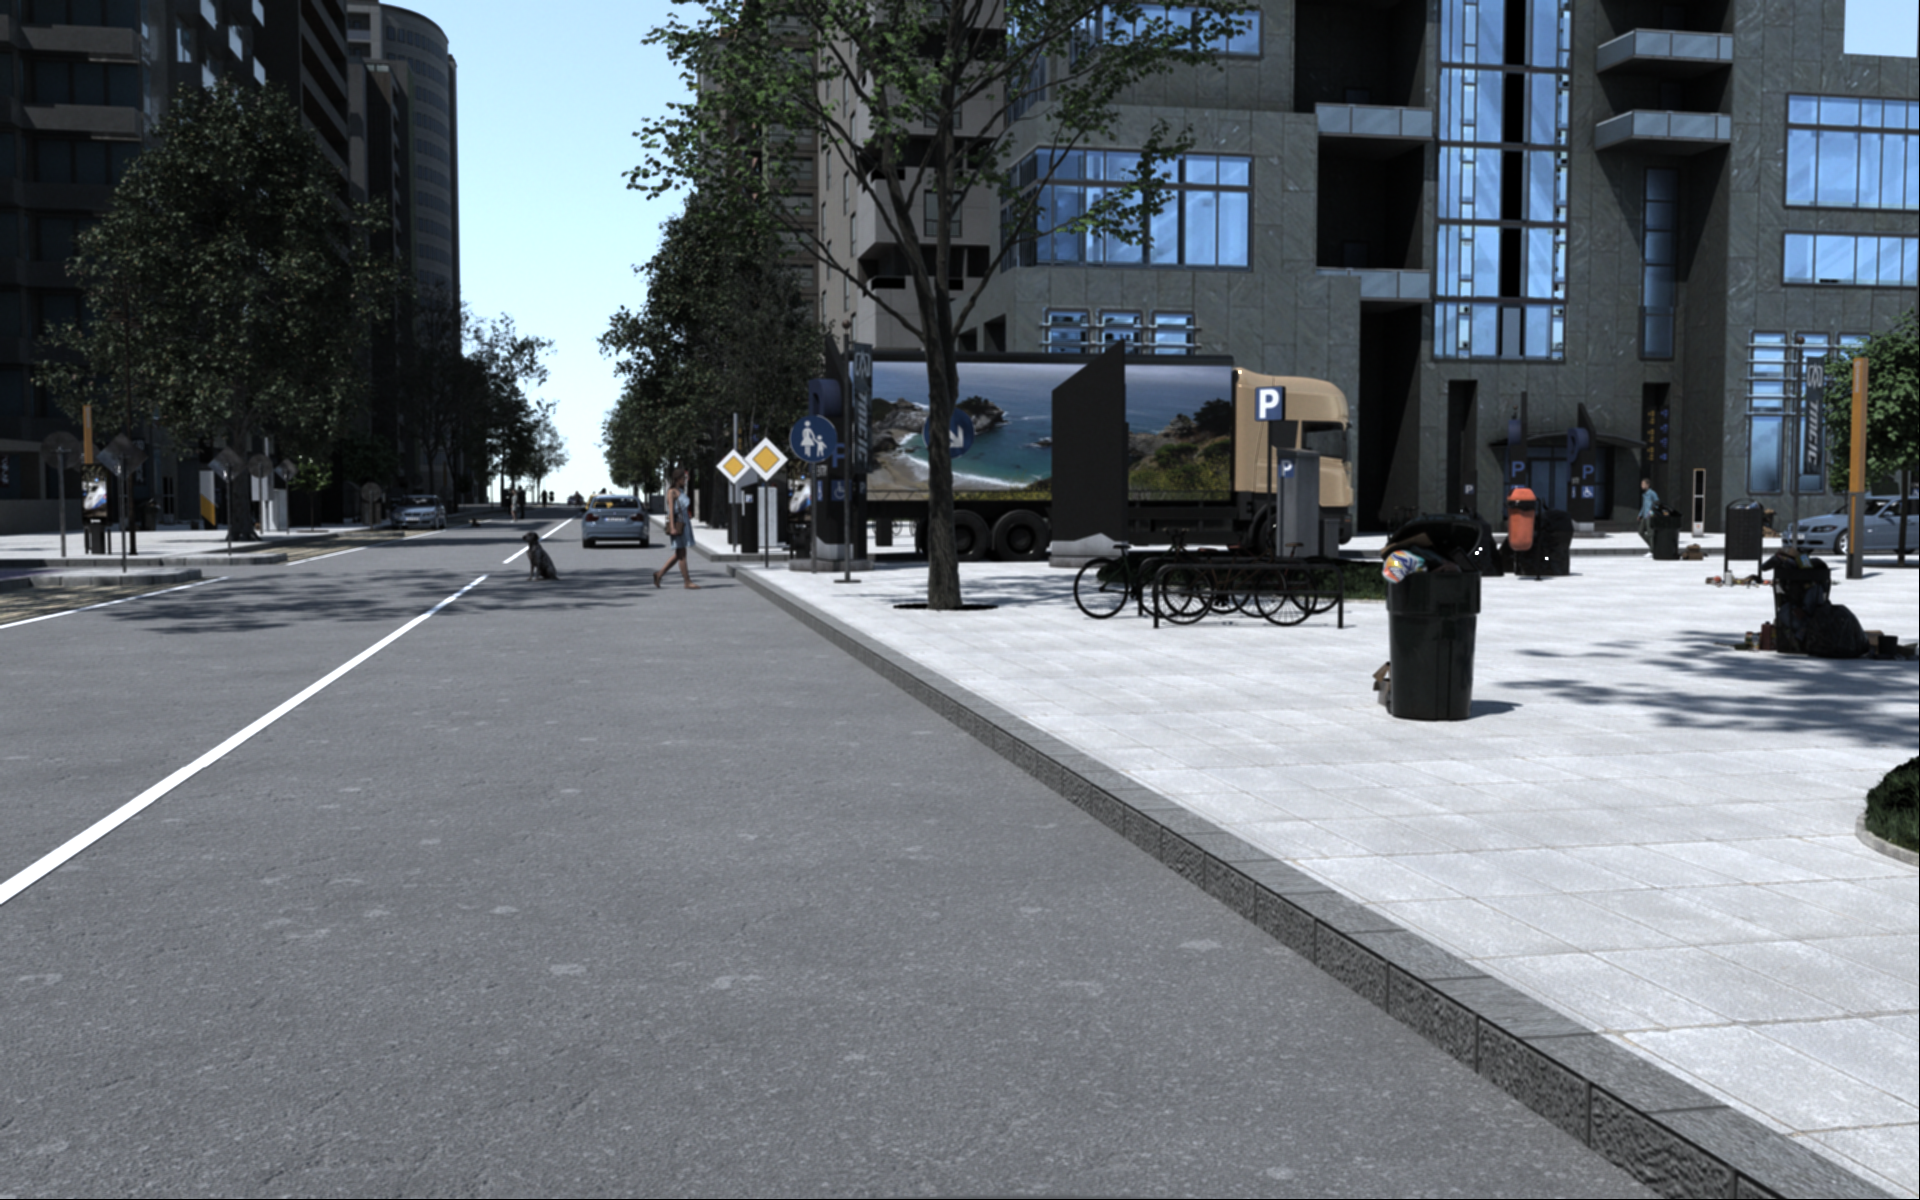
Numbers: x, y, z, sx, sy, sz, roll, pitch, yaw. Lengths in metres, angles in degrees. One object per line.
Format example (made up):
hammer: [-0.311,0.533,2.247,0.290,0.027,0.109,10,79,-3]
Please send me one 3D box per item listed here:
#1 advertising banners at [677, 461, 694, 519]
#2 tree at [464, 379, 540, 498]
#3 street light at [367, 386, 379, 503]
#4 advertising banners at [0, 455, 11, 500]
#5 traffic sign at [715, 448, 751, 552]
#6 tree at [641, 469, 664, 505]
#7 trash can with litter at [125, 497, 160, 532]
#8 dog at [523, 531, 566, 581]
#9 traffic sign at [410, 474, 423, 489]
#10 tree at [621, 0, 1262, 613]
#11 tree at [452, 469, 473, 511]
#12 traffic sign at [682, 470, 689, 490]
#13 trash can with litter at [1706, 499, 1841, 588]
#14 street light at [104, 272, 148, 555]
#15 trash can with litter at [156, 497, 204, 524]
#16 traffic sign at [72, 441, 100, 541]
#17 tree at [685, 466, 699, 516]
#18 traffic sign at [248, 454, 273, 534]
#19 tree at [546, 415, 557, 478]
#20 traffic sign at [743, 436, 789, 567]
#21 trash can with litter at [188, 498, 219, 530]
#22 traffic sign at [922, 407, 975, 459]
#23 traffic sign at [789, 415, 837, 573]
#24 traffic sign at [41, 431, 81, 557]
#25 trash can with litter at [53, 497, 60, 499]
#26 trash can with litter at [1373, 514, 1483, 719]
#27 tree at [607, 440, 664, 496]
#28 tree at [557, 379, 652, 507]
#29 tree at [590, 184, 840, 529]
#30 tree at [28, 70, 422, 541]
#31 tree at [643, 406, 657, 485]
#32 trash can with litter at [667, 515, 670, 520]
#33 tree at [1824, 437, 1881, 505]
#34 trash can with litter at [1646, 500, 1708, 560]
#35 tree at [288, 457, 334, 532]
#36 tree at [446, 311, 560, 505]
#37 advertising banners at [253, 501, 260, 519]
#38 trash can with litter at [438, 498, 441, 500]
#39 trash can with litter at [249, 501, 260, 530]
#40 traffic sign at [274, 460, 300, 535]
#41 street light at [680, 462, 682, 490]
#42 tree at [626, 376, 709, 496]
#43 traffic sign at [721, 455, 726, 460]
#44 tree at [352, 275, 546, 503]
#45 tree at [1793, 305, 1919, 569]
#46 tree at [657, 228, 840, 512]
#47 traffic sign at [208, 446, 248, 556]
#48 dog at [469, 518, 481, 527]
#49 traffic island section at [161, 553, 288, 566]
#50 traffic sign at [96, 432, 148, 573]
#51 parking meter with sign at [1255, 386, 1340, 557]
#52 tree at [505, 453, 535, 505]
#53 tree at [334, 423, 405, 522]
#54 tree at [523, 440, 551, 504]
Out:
advertising banners: [-13.858,-5.654,88.632,0.090,3.025,2.074,2,4,26]
tree: [-44.559,-15.398,169.883,7.486,12.596,7.792,0,3,0]
street light: [-24.741,-6.128,72.983,0.468,5.910,1.993,-1,4,-11]
advertising banners: [-40.912,-4.692,72.906,0.090,3.025,2.074,2,4,31]
traffic sign: [-4.968,-2.105,38.064,0.795,2.450,0.064,-1,4,-11]
tree: [-23.307,-8.366,131.383,1.663,3.219,1.824,0,3,0]
trash can with litter: [-28.063,-2.939,59.432,0.624,1.170,1.055,2,4,35]
dog: [-6.834,-0.728,28.742,0.800,0.831,0.513,-1,4,-13]
traffic sign: [-34.014,-6.626,108.444,0.768,2.556,0.104,0,4,-5]
tree: [-0.265,-5.711,19.124,9.928,11.665,9.643,0,3,0]
tree: [-38.517,-8.529,134.046,1.663,3.219,1.824,0,3,0]
traffic sign: [-14.365,-5.467,89.490,0.768,2.556,0.104,-1,4,-8]
trash can with litter: [11.524,-0.823,24.508,2.233,1.210,1.678,0,4,-4]
street light: [-17.368,-3.879,36.205,0.468,5.910,1.993,-1,4,-11]
trash can with litter: [-33.488,-3.849,73.995,2.233,1.210,1.678,0,4,4]
traffic sign: [-20.858,-2.518,41.280,0.768,2.556,0.104,0,4,-6]
tree: [-16.216,-6.683,103.860,1.663,3.219,1.824,0,3,0]
traffic sign: [-22.196,-3.355,54.961,0.768,2.556,0.104,0,4,-7]
tree: [-62.256,-21.126,255.771,12.009,13.543,11.850,0,3,0]
traffic sign: [-3.383,-1.627,30.237,0.795,2.450,0.064,-1,4,-11]
trash can with litter: [-27.264,-3.120,62.397,1.055,1.170,0.624,-1,4,-22]
traffic sign: [-0.166,-1.538,25.255,0.768,2.556,0.104,0,4,-3]
traffic sign: [-2.359,-1.702,27.933,0.768,2.556,0.104,0,4,-3]
traffic sign: [-18.201,-2.140,35.092,0.768,2.556,0.104,-1,4,-9]
trash can with litter: [-37.721,-3.735,72.459,0.624,1.170,1.055,-1,4,-13]
trash can with litter: [2.655,0.074,10.174,0.624,1.170,1.055,0,4,-2]
tree: [-41.261,-18.614,222.470,7.486,12.596,7.792,0,3,0]
tree: [-32.363,-16.335,177.453,12.009,13.543,11.850,0,3,0]
tree: [-8.865,-8.994,64.062,9.611,12.733,9.660,0,3,0]
tree: [-19.660,-7.954,47.057,9.611,12.733,9.660,0,3,0]
tree: [-13.141,-8.088,82.600,4.360,8.622,3.978,0,3,0]
trash can with litter: [-13.938,-4.518,85.262,0.624,1.170,1.055,2,4,26]
tree: [24.976,-3.318,48.846,1.663,3.219,1.824,0,3,0]
trash can with litter: [13.950,-1.364,33.694,1.055,1.170,0.624,0,4,-1]
tree: [-21.955,-3.894,58.268,1.663,3.219,1.824,0,3,0]
tree: [-48.280,-19.974,182.469,12.611,20.169,13.585,0,3,0]
advertising banners: [-35.048,-5.547,86.882,0.090,3.025,2.074,-3,5,-43]
trash can with litter: [-32.281,-5.887,107.644,1.055,1.170,0.624,1,4,12]
trash can with litter: [-24.483,-3.052,61.282,1.055,1.170,0.624,0,4,-3]
traffic sign: [-21.301,-3.281,54.836,0.795,2.450,0.064,-1,4,-10]
street light: [-12.072,-6.237,74.767,0.468,5.910,1.993,-1,4,-11]
tree: [-15.087,-8.649,91.771,4.737,8.622,4.395,0,3,0]
traffic sign: [-7.208,-3.342,54.753,0.768,2.556,0.104,0,4,-7]
tree: [-29.805,-11.440,97.417,12.009,13.543,11.850,0,3,0]
tree: [16.497,-2.855,30.390,4.285,4.588,4.351,0,3,0]
tree: [-5.436,-5.955,47.734,4.360,8.622,3.978,0,3,0]
traffic sign: [-15.209,-1.980,36.019,0.795,2.450,0.064,-1,4,-11]
dog: [-21.210,-3.390,75.623,0.550,0.427,0.748,0,4,-5]
traffic island section: [-15.231,-0.844,36.076,2.009,0.180,2.903,-1,4,-11]
traffic sign: [-13.624,-1.501,28.192,0.795,2.450,0.064,-1,4,-11]
parking meter with sign: [5.652,-1.990,28.798,1.738,3.016,0.543,-3,5,-43]
tree: [-54.298,-16.049,212.763,4.737,8.622,4.395,0,3,0]
tree: [-27.081,-5.830,79.038,4.285,4.588,4.351,0,3,0]
tree: [-60.122,-18.121,246.644,4.360,8.622,3.978,0,3,0]
